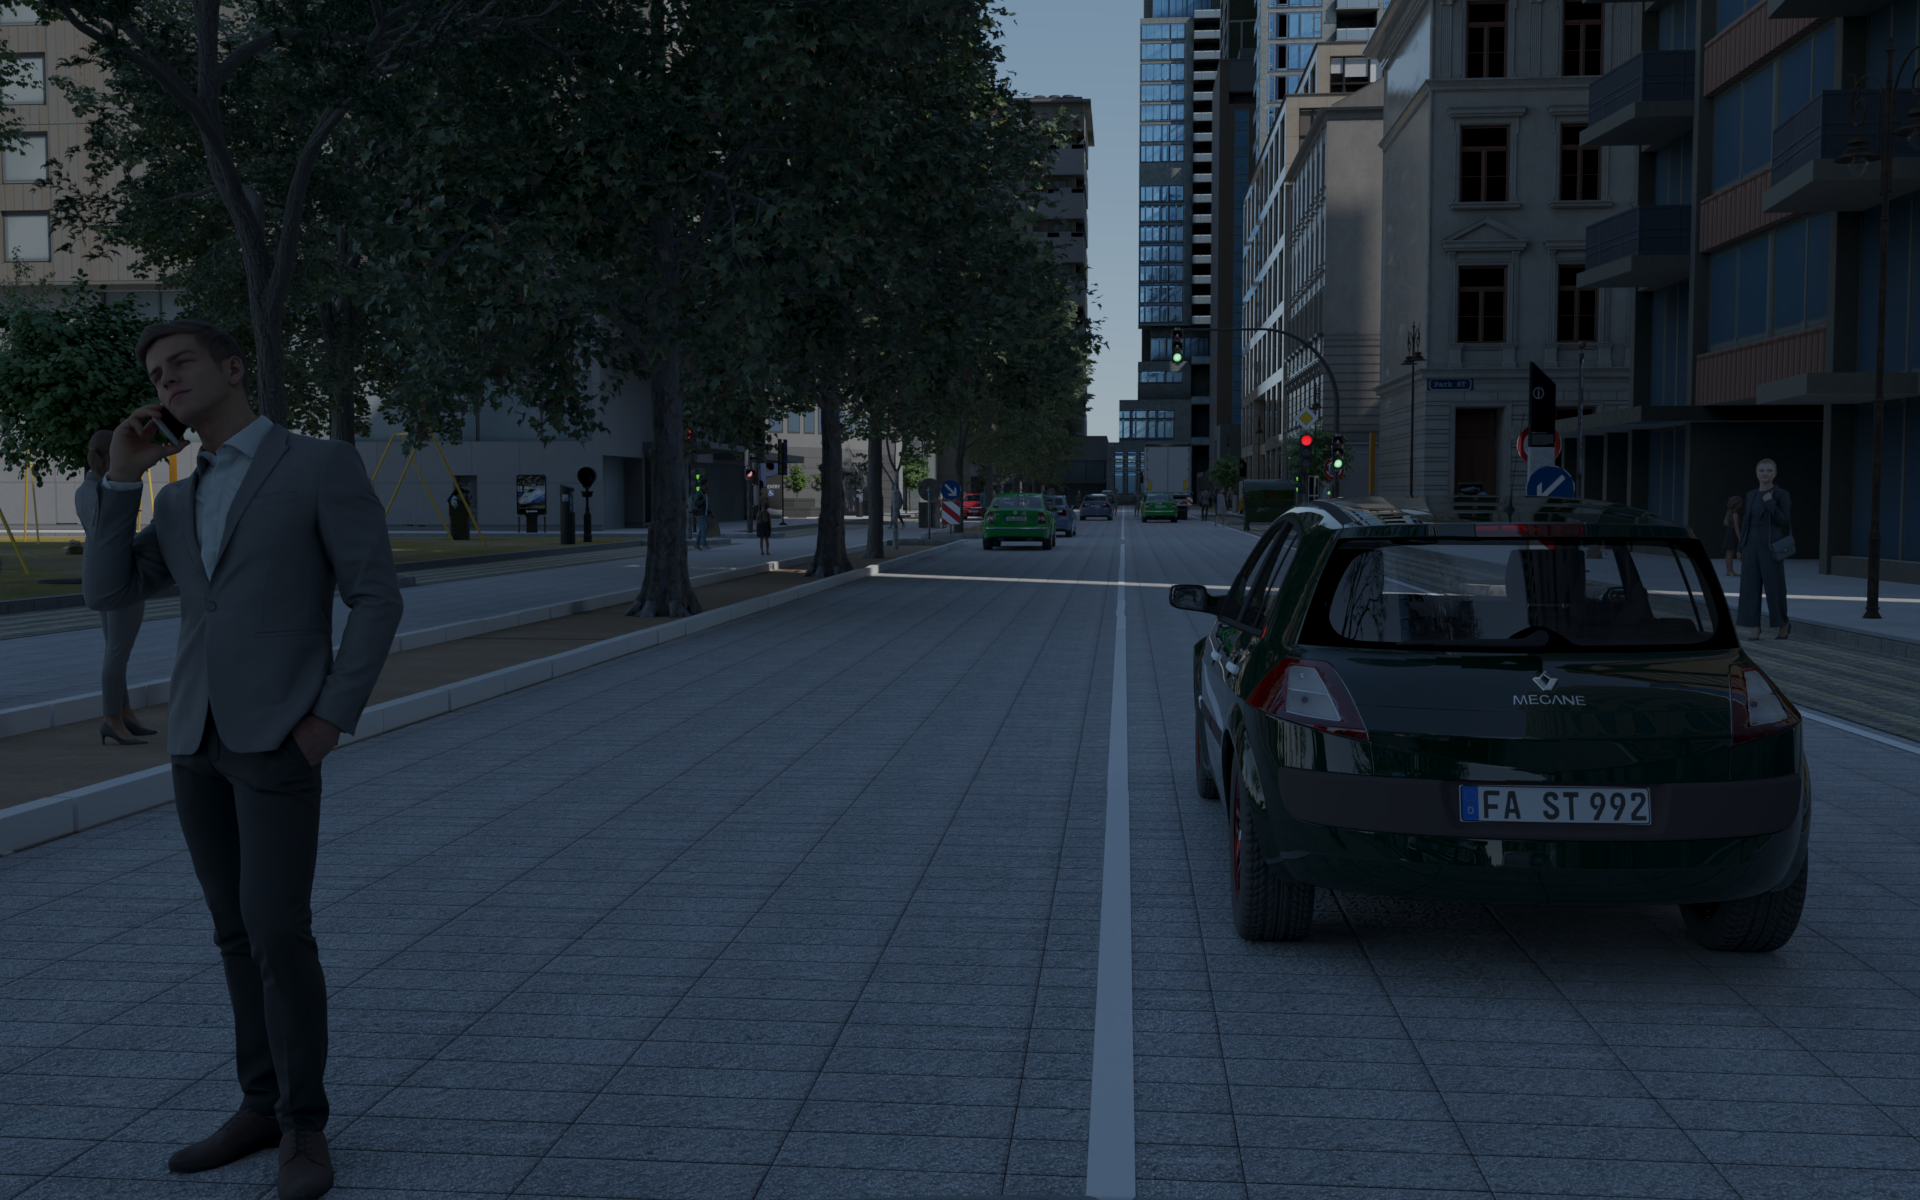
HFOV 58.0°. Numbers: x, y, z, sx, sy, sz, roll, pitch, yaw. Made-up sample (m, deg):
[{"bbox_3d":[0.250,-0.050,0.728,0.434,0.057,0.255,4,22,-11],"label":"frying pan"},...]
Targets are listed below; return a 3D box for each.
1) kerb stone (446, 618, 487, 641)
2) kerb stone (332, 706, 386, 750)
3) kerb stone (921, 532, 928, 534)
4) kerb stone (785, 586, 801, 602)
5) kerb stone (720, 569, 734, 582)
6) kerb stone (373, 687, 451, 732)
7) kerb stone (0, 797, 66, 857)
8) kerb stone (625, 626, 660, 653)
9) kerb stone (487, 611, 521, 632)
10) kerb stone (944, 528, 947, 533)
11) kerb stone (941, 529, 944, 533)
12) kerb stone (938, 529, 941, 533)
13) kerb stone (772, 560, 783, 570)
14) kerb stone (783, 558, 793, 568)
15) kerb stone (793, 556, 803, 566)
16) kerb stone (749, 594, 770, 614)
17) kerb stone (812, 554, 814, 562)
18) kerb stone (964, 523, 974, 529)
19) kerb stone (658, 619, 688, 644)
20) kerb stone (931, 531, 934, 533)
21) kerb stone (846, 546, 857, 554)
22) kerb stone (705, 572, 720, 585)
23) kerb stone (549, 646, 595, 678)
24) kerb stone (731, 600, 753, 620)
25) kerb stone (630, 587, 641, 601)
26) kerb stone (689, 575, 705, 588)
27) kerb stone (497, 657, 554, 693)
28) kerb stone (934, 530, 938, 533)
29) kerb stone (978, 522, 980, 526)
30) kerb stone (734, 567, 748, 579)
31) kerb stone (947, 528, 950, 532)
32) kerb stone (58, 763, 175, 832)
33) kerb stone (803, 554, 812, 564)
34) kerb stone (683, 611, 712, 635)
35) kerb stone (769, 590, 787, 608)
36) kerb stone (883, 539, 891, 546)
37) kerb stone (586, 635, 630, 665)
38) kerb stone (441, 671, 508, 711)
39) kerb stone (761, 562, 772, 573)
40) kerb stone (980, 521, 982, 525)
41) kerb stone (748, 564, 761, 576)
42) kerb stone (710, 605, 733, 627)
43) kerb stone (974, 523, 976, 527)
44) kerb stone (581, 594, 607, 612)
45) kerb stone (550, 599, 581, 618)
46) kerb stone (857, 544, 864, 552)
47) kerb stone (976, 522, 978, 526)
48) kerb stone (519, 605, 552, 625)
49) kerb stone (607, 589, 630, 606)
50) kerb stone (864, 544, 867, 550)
[{"bbox_3d":[-4.973,0.304,17.227,0.120,0.150,1.000,0,4,5],"label":"kerb stone"},{"bbox_3d":[-3.560,0.754,9.875,0.120,0.150,1.000,0,4,5],"label":"kerb stone"},{"bbox_3d":[-1.165,-2.162,57.545,0.120,0.150,1.000,0,4,5],"label":"kerb stone"},{"bbox_3d":[-2.316,-0.050,23.133,0.120,0.150,1.000,0,4,5],"label":"kerb stone"},{"bbox_3d":[-3.919,-0.383,28.455,0.120,0.150,1.000,0,4,5],"label":"kerb stone"},{"bbox_3d":[-3.471,0.694,10.896,0.120,0.150,1.000,0,4,5],"label":"kerb stone"},{"bbox_3d":[-3.852,0.940,6.822,0.120,0.150,1.000,0,4,5],"label":"kerb stone"},{"bbox_3d":[-2.987,0.381,15.989,0.120,0.150,1.000,0,4,5],"label":"kerb stone"},{"bbox_3d":[-4.885,0.251,18.249,0.120,0.150,1.000,0,4,5],"label":"kerb stone"},{"bbox_3d":[-0.681,-2.475,62.661,0.120,0.150,1.000,0,4,5],"label":"kerb stone"},{"bbox_3d":[-0.780,-2.412,61.633,0.120,0.150,1.000,0,4,5],"label":"kerb stone"},{"bbox_3d":[-0.881,-2.348,60.612,0.120,0.150,1.000,0,4,5],"label":"kerb stone"},{"bbox_3d":[-3.532,-0.633,32.538,0.120,0.150,1.000,0,4,5],"label":"kerb stone"},{"bbox_3d":[-3.434,-0.692,33.556,0.120,0.150,1.000,0,4,5],"label":"kerb stone"},{"bbox_3d":[-3.332,-0.757,34.572,0.120,0.150,1.000,0,4,5],"label":"kerb stone"},{"bbox_3d":[-2.503,0.068,21.088,0.120,0.150,1.000,0,4,5],"label":"kerb stone"},{"bbox_3d":[-3.137,-0.881,36.607,0.120,0.150,1.000,0,4,5],"label":"kerb stone"},{"bbox_3d":[0.383,-3.160,73.875,0.120,0.150,1.000,0,4,5],"label":"kerb stone"},{"bbox_3d":[-2.885,0.320,17.006,0.120,0.150,1.000,0,4,5],"label":"kerb stone"},{"bbox_3d":[-1.063,-2.220,58.569,0.120,0.150,1.000,0,4,5],"label":"kerb stone"},{"bbox_3d":[-2.667,-1.190,41.695,0.120,0.150,1.000,0,4,5],"label":"kerb stone"},{"bbox_3d":[-4.010,-0.321,27.436,0.120,0.150,1.000,0,4,5],"label":"kerb stone"},{"bbox_3d":[-3.171,0.508,13.953,0.120,0.150,1.000,0,4,5],"label":"kerb stone"},{"bbox_3d":[-2.598,0.130,20.066,0.120,0.150,1.000,0,4,5],"label":"kerb stone"},{"bbox_3d":[-4.400,-0.067,23.343,0.120,0.150,1.000,0,4,5],"label":"kerb stone"},{"bbox_3d":[-4.103,-0.258,26.410,0.120,0.150,1.000,0,4,5],"label":"kerb stone"},{"bbox_3d":[-3.274,0.566,12.936,0.120,0.150,1.000,0,4,5],"label":"kerb stone"},{"bbox_3d":[-0.965,-2.285,59.591,0.120,0.150,1.000,0,4,5],"label":"kerb stone"},{"bbox_3d":[0.665,-3.344,76.930,0.120,0.150,1.000,0,4,5],"label":"kerb stone"},{"bbox_3d":[-3.820,-0.444,29.473,0.120,0.150,1.000,0,4,5],"label":"kerb stone"},{"bbox_3d":[-0.585,-2.538,63.686,0.120,0.150,1.000,0,4,5],"label":"kerb stone"},{"bbox_3d":[-3.748,0.878,7.839,0.120,0.150,1.000,0,4,5],"label":"kerb stone"},{"bbox_3d":[-3.243,-0.819,35.590,0.120,0.150,1.000,0,4,5],"label":"kerb stone"},{"bbox_3d":[-2.783,0.255,18.022,0.120,0.150,1.000,0,4,5],"label":"kerb stone"},{"bbox_3d":[-2.401,0.009,22.105,0.120,0.150,1.000,0,4,5],"label":"kerb stone"},{"bbox_3d":[-1.983,-1.621,48.825,0.120,0.150,1.000,0,4,5],"label":"kerb stone"},{"bbox_3d":[-3.079,0.442,14.971,0.120,0.150,1.000,0,4,5],"label":"kerb stone"},{"bbox_3d":[-3.365,0.629,11.912,0.120,0.150,1.000,0,4,5],"label":"kerb stone"},{"bbox_3d":[-3.627,-0.568,31.517,0.120,0.150,1.000,0,4,5],"label":"kerb stone"},{"bbox_3d":[0.765,-3.410,77.947,0.120,0.150,1.000,0,4,5],"label":"kerb stone"},{"bbox_3d":[-3.717,-0.505,30.499,0.120,0.150,1.000,0,4,5],"label":"kerb stone"},{"bbox_3d":[-2.695,0.193,19.041,0.120,0.150,1.000,0,4,5],"label":"kerb stone"},{"bbox_3d":[0.473,-3.223,74.894,0.120,0.150,1.000,0,4,5],"label":"kerb stone"},{"bbox_3d":[-4.588,0.057,21.305,0.120,0.150,1.000,0,4,5],"label":"kerb stone"},{"bbox_3d":[-4.682,0.117,20.287,0.120,0.150,1.000,0,4,5],"label":"kerb stone"},{"bbox_3d":[-2.565,-1.252,42.712,0.120,0.150,1.000,0,4,5],"label":"kerb stone"},{"bbox_3d":[0.570,-3.285,75.911,0.120,0.150,1.000,0,4,5],"label":"kerb stone"},{"bbox_3d":[-4.790,0.181,19.271,0.120,0.150,1.000,0,4,5],"label":"kerb stone"},{"bbox_3d":[-4.491,-0.008,22.324,0.120,0.150,1.000,0,4,5],"label":"kerb stone"},{"bbox_3d":[-2.468,-1.317,43.730,0.120,0.150,1.000,0,4,5],"label":"kerb stone"}]
